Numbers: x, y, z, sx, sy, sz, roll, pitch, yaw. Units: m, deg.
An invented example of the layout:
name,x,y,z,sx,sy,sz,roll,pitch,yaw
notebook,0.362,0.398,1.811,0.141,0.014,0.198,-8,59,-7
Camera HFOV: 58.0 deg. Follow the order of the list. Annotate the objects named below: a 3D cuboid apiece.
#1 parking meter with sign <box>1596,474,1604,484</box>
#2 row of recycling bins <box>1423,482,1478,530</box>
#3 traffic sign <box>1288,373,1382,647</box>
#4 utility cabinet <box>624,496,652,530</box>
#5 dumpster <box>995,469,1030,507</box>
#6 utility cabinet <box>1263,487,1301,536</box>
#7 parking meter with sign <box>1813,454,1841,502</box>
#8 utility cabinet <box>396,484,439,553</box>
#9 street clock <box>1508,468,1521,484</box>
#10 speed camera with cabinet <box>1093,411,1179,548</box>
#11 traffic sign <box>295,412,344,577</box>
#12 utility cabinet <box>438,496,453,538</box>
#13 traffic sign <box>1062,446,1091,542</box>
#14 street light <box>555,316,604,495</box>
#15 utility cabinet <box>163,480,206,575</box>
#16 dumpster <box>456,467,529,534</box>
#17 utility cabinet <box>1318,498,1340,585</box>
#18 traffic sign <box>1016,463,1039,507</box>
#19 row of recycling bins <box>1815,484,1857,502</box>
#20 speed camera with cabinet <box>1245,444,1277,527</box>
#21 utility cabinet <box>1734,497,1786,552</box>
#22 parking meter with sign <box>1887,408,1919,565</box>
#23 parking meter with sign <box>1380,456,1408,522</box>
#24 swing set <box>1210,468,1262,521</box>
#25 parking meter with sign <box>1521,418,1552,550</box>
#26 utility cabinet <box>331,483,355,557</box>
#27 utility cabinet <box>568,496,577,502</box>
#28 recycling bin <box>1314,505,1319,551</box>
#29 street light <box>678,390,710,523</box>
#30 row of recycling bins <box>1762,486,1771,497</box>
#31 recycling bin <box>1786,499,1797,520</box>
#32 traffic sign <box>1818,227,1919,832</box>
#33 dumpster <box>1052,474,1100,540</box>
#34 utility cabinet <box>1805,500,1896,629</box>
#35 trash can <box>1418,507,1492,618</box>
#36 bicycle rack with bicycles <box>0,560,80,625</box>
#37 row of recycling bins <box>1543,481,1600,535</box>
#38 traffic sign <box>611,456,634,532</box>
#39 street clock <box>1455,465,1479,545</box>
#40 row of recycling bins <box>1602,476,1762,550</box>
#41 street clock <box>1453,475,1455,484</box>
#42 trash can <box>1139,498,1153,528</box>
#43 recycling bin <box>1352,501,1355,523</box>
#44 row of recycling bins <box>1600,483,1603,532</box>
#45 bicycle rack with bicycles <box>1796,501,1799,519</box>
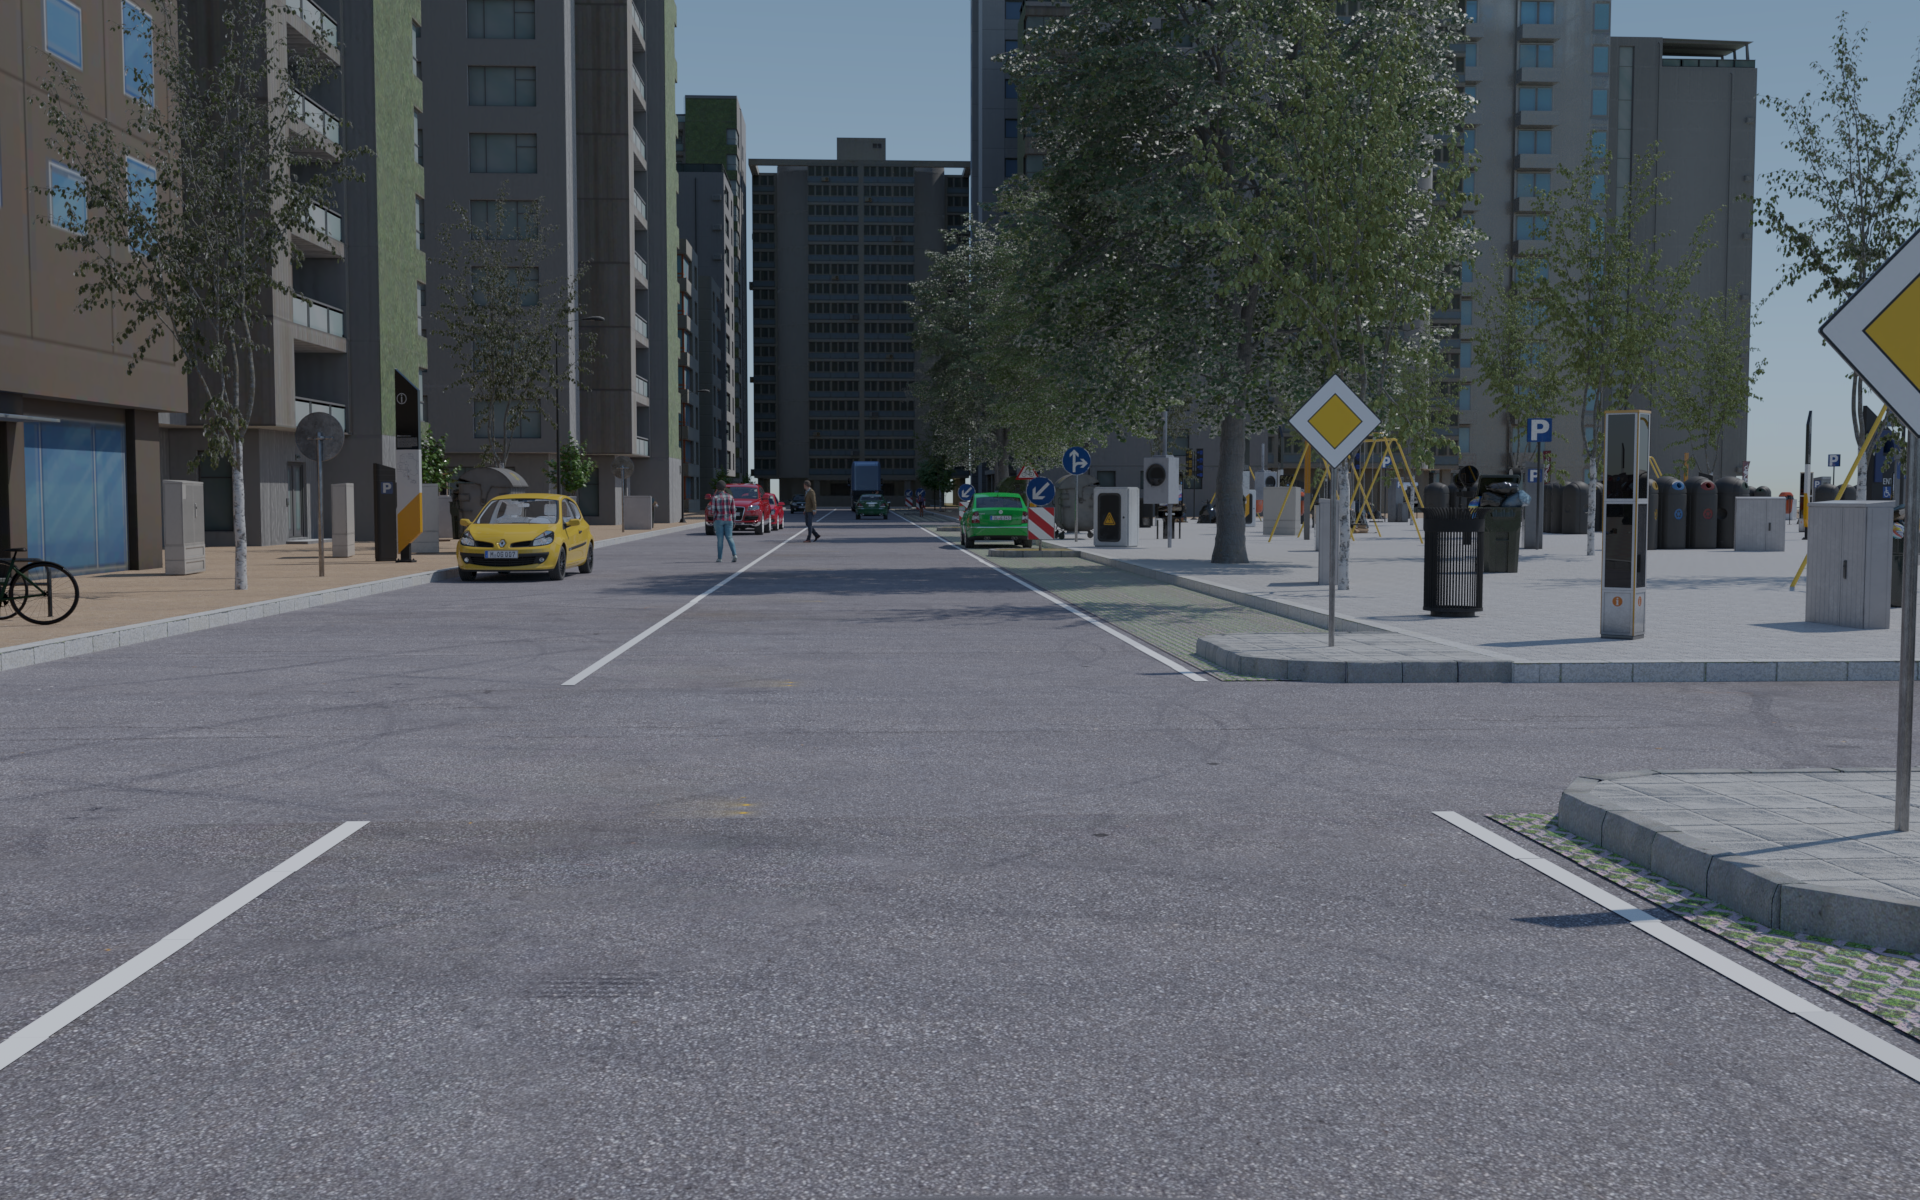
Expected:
name,x,y,z,sx,sy,sz,roll,pitch,yaw
parking meter with sign,24.251,-4.206,65.031,0.543,3.016,1.738,-2,4,-35
row of recycling bins,18.064,-3.349,61.866,3.534,1.692,1.069,-2,4,-28
traffic sign,3.122,-0.665,14.510,0.795,2.450,0.064,0,4,-3
utility cabinet,-11.609,-3.126,62.274,1.020,1.237,0.306,0,4,-2
dumpster,2.156,-3.967,67.348,1.502,2.255,1.985,0,4,-3
utility cabinet,9.881,-2.719,53.140,1.173,1.500,0.318,3,5,45
parking meter with sign,37.433,-4.833,75.274,1.738,3.016,0.543,-2,4,-28
utility cabinet,-11.842,-1.747,37.237,1.173,1.500,0.318,-2,4,-29
street clock,15.216,-2.631,47.592,0.358,2.002,0.471,0,4,-1
speed camera with cabinet,4.225,-2.895,41.676,2.038,3.252,0.660,2,4,34
traffic sign,-9.919,-1.635,26.838,0.768,2.556,0.104,0,4,2
utility cabinet,-15.069,-2.415,50.649,1.020,1.237,0.306,-1,4,-23
traffic sign,3.122,-2.834,46.442,0.768,2.556,0.104,0,4,5
street light,-9.992,-4.455,45.386,1.470,5.913,1.316,0,4,-3
utility cabinet,-12.382,-1.162,27.681,0.318,1.500,1.173,-1,4,-9
dumpster,-10.224,-1.964,37.872,1.264,1.857,1.865,0,4,-3
utility cabinet,5.311,-0.837,24.847,0.306,1.237,1.020,1,4,13
traffic sign,2.479,-3.876,63.384,0.884,2.594,0.081,0,4,2
row of recycling bins,35.586,-3.791,69.095,3.534,1.692,1.069,-2,4,-24
speed camera with cabinet,11.391,-4.471,67.429,2.038,3.252,0.660,-2,4,-32
utility cabinet,17.946,-1.694,38.860,1.020,1.237,0.306,1,4,20
parking meter with sign,17.176,-2.139,31.241,0.543,3.016,1.738,3,5,40
parking meter with sign,19.858,-5.061,79.000,0.543,3.016,1.738,-1,4,-19
swing set,12.827,-5.043,80.072,2.862,2.851,3.119,0,4,-2
parking meter with sign,13.467,-2.713,40.625,0.543,3.016,1.738,1,4,12
utility cabinet,-12.577,-1.627,35.278,0.318,1.500,1.173,-1,4,-13
utility cabinet,-10.915,-2.266,48.219,0.306,1.237,1.020,-1,4,-23
recycling bin,8.377,-1.623,39.088,0.722,1.027,0.722,1,4,8
street light,-11.839,-6.399,77.158,1.470,5.913,1.316,0,4,-3
row of recycling bins,39.902,-4.980,88.532,1.069,1.692,3.534,-2,4,-25
recycling bin,40.545,-4.426,84.917,0.722,1.027,0.722,3,5,42
traffic sign,3.587,-0.177,6.538,0.795,2.450,0.064,0,4,-3
dumpster,3.332,-2.670,49.405,1.264,1.857,1.865,0,4,-3
utility cabinet,8.669,-0.352,16.918,0.306,1.237,1.020,0,4,-3
trash can,5.181,-0.399,18.180,0.748,1.137,0.748,0,3,0
bicycle rack with bicycles,-10.130,-0.221,16.993,2.925,0.926,2.852,0,4,-4
row of recycling bins,19.746,-3.027,56.610,1.069,1.692,3.534,0,4,4
traffic sign,-11.291,-3.540,57.977,0.768,2.556,0.104,0,4,0
street clock,12.829,-2.395,43.728,0.471,2.002,0.358,0,4,8
row of recycling bins,16.834,-2.035,40.384,3.534,1.692,1.069,-1,4,-21
street clock,16.851,-3.290,58.357,0.471,2.002,0.358,0,4,4
trash can,7.049,-3.320,65.930,0.748,1.137,0.748,0,3,0
recycling bin,13.798,-3.057,62.530,0.722,1.027,0.722,0,4,-7
row of recycling bins,22.282,-3.113,58.004,1.069,1.692,3.534,-2,4,-24
bicycle rack with bicycles,43.889,-4.594,88.488,2.925,0.926,2.852,-1,4,-16
